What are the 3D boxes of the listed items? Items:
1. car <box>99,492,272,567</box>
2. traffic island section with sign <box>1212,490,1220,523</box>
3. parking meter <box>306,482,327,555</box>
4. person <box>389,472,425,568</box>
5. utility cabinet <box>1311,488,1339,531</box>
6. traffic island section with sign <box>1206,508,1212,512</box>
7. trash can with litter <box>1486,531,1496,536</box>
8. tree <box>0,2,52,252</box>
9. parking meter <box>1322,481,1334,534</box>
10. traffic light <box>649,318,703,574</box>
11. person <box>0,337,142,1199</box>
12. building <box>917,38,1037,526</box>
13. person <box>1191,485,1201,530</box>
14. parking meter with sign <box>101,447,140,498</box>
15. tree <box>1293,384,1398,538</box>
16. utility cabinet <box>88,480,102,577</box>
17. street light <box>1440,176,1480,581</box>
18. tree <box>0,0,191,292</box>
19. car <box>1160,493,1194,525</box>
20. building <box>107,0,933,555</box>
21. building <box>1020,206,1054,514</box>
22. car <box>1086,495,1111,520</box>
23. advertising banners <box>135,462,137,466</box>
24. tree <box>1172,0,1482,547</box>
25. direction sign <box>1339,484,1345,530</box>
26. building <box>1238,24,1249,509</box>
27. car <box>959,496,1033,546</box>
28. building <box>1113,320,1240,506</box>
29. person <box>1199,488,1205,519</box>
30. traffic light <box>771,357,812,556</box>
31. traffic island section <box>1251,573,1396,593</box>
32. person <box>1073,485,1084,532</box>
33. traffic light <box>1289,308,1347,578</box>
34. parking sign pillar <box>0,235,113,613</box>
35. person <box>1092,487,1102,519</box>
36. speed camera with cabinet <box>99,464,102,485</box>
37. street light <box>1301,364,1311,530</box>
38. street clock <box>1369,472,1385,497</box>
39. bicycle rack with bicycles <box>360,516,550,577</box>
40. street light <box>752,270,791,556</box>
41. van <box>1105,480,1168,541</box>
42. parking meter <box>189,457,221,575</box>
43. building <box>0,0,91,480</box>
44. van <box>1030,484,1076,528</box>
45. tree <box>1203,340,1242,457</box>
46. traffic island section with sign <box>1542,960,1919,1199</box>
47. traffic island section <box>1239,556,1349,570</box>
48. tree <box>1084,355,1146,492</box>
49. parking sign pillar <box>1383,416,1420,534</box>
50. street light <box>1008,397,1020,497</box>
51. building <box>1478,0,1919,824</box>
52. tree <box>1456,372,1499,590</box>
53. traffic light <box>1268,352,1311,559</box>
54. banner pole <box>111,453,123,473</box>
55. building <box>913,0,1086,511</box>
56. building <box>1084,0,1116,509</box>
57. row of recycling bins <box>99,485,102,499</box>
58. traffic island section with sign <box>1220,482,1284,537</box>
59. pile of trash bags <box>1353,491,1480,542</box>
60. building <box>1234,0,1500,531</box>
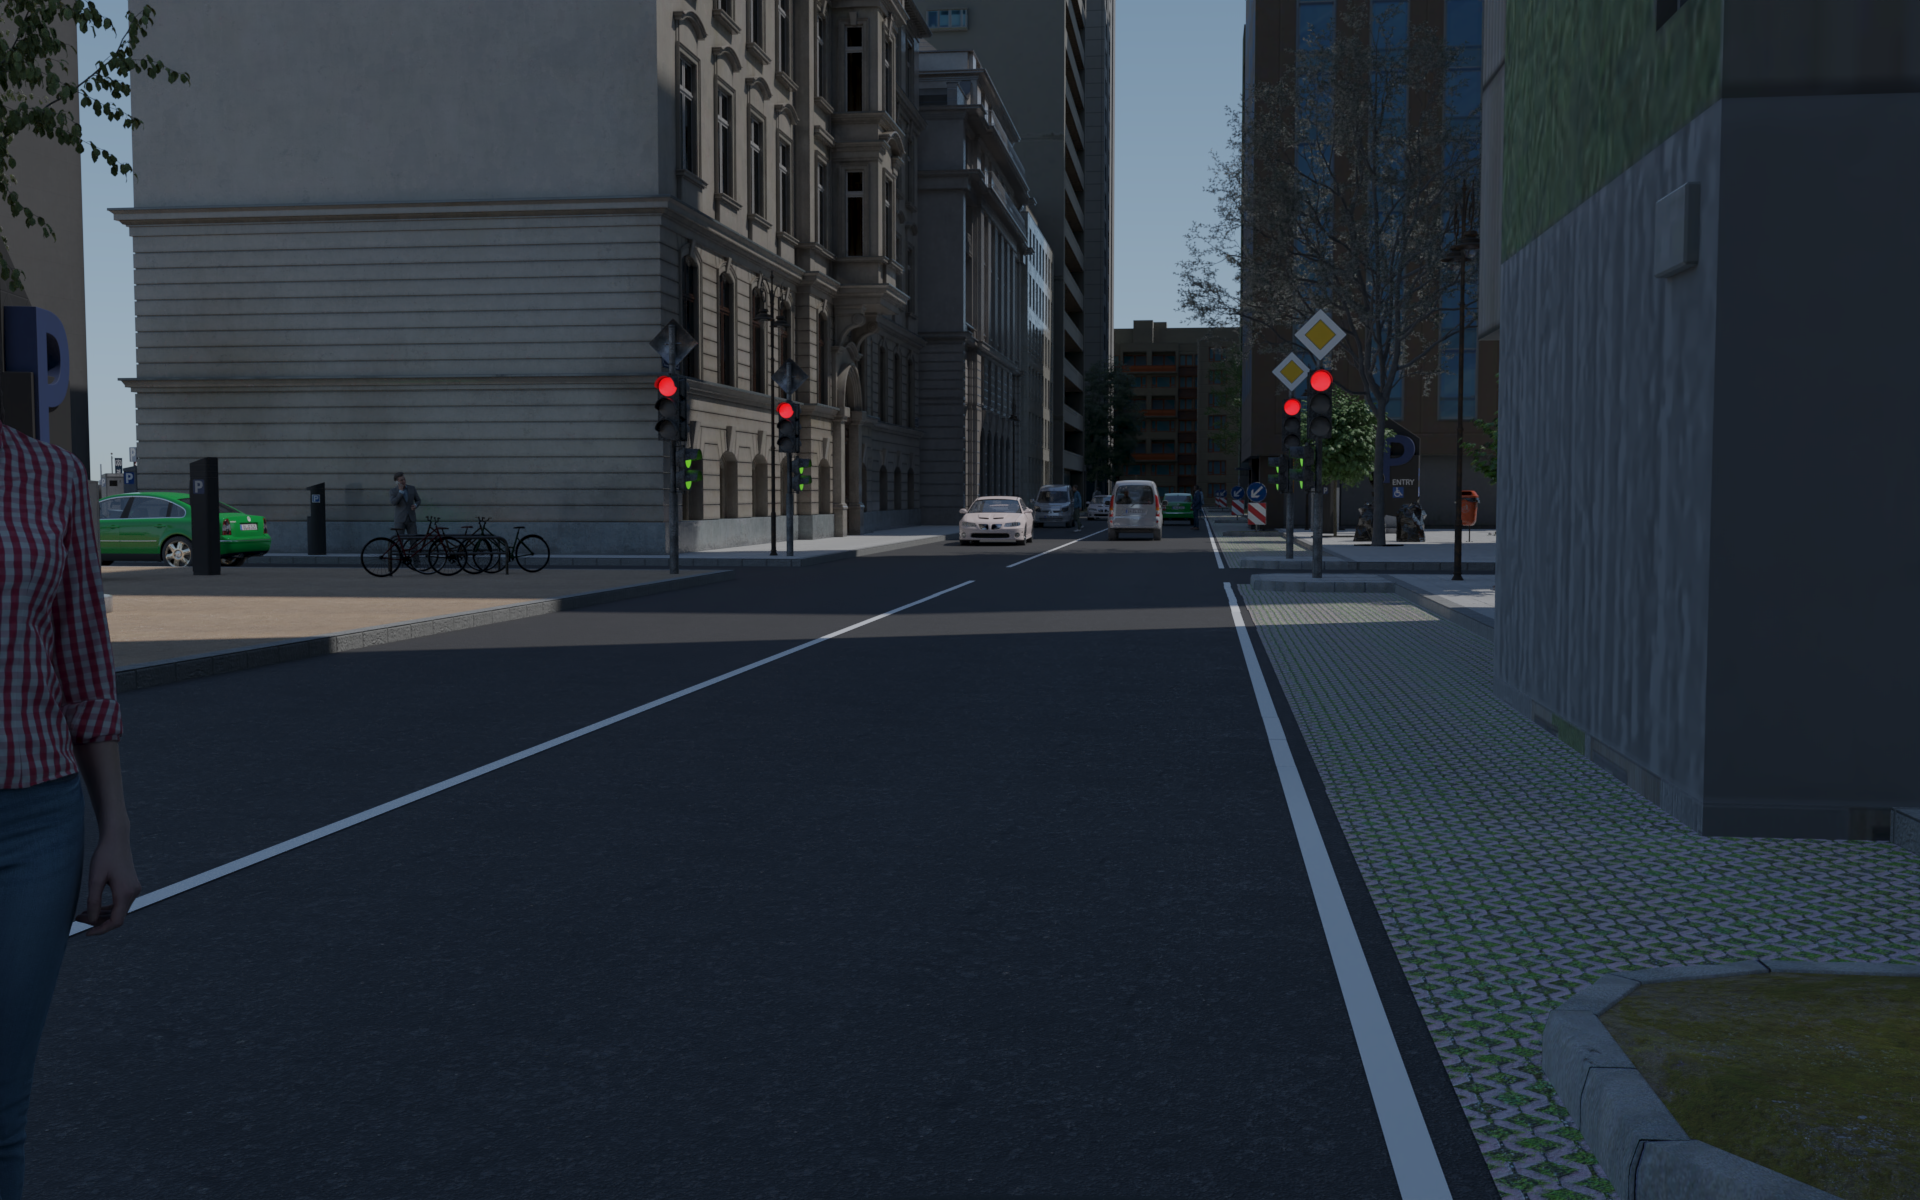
[{"bbox_3d":[-15.457,-1.457,32.616,4.718,1.807,1.959,1,4,9],"label":"car"},{"bbox_3d":[13.577,-4.700,85.473,1.989,1.847,2.006,0,4,8],"label":"traffic island section with sign"},{"bbox_3d":[-13.540,-1.714,36.433,0.372,1.533,0.369,0,3,0],"label":"parking meter"},{"bbox_3d":[-10.372,-1.482,32.542,0.655,1.846,0.447,-3,4,-36],"label":"person"},{"bbox_3d":[12.592,-3.126,59.787,1.173,1.500,0.318,-3,5,-40],"label":"utility cabinet"},{"bbox_3d":[20.431,-7.756,135.440,1.989,1.847,2.006,0,4,8],"label":"traffic island section with sign"},{"bbox_3d":[16.955,-2.618,53.860,1.678,1.210,2.233,3,5,45],"label":"trash can with litter"},{"bbox_3d":[-13.307,-4.337,21.279,4.360,8.622,3.978,0,3,0],"label":"tree"},{"bbox_3d":[11.915,-3.082,56.098,0.255,1.863,0.399,-2,4,-33],"label":"parking meter"},{"bbox_3d":[-4.576,-2.374,27.728,0.839,4.253,0.868,0,4,8],"label":"traffic light"},{"bbox_3d":[-1.484,0.368,2.499,0.388,1.821,0.555,2,4,34],"label":"person"},{"bbox_3d":[-4.109,-14.690,81.979,13.314,21.916,24.055,0,4,8],"label":"building"},{"bbox_3d":[9.518,-3.735,69.754,0.419,1.800,0.721,0,4,1],"label":"person"},{"bbox_3d":[-31.128,-4.119,63.599,0.543,3.016,1.738,3,5,39],"label":"parking meter with sign"},{"bbox_3d":[11.306,-4.157,51.676,4.285,4.588,4.351,0,3,0],"label":"tree"},{"bbox_3d":[-12.950,-1.045,25.766,0.318,1.500,1.173,-2,4,-27],"label":"utility cabinet"},{"bbox_3d":[7.398,-3.229,25.579,0.468,5.910,1.993,0,4,8],"label":"street light"},{"bbox_3d":[-7.781,-3.784,12.228,4.737,8.622,4.395,0,3,0],"label":"tree"},{"bbox_3d":[10.112,-4.386,80.514,1.959,1.807,4.718,0,4,6],"label":"car"},{"bbox_3d":[-8.979,-14.304,52.952,14.460,24.649,34.723,0,4,8],"label":"building"},{"bbox_3d":[-0.350,-15.149,102.438,10.420,20.320,16.860,0,4,8],"label":"building"},{"bbox_3d":[8.027,-5.100,95.751,2.083,1.381,4.827,0,4,7],"label":"car"},{"bbox_3d":[-40.284,-5.379,84.129,0.090,3.025,2.074,0,4,-7],"label":"advertising banners"},{"bbox_3d":[10.302,-8.073,42.368,12.009,13.543,11.850,0,3,0],"label":"tree"},{"bbox_3d":[13.451,-4.231,61.181,0.876,3.537,0.379,-1,4,-13],"label":"direction sign"},{"bbox_3d":[31.970,-28.766,153.912,14.154,41.232,14.086,0,4,8],"label":"building"},{"bbox_3d":[1.082,-2.290,49.804,2.083,1.381,4.827,0,4,6],"label":"car"},{"bbox_3d":[22.764,-22.113,206.580,28.899,21.520,27.650,0,4,8],"label":"building"},{"bbox_3d":[14.054,-5.643,101.023,0.793,1.790,0.793,3,5,44],"label":"person"},{"bbox_3d":[-3.491,-2.857,35.639,0.839,4.253,0.868,0,4,8],"label":"traffic light"},{"bbox_3d":[5.482,-0.257,26.484,2.009,0.180,2.903,0,4,8],"label":"traffic island section"},{"bbox_3d":[4.508,-3.499,66.047,0.444,1.785,0.601,0,4,6],"label":"person"},{"bbox_3d":[5.444,-2.291,26.375,0.839,4.253,0.868,0,4,8],"label":"traffic light"},{"bbox_3d":[-9.886,-1.834,18.451,1.447,3.967,1.447,-1,4,-11],"label":"parking sign pillar"},{"bbox_3d":[7.995,-5.615,100.399,0.679,1.850,0.850,2,4,30],"label":"person"},{"bbox_3d":[-55.953,-7.288,113.496,0.660,3.252,2.038,-2,4,-34],"label":"speed camera with cabinet"},{"bbox_3d":[12.362,-5.429,61.547,0.468,5.910,1.993,0,4,8],"label":"street light"},{"bbox_3d":[12.944,-3.014,53.848,0.471,2.002,0.358,1,4,16],"label":"street clock"},{"bbox_3d":[-8.124,-0.894,27.994,2.925,0.926,2.852,-1,4,-18],"label":"bicycle rack with bicycles"},{"bbox_3d":[-3.885,-3.862,35.940,0.468,5.910,1.993,0,4,8],"label":"street light"},{"bbox_3d":[5.567,-2.925,54.829,2.013,2.044,4.112,0,4,7],"label":"van"},{"bbox_3d":[-11.946,-1.326,27.398,0.399,1.863,0.255,1,4,21],"label":"parking meter"},{"bbox_3d":[-39.245,-15.489,46.757,24.014,27.812,14.314,0,4,8],"label":"building"},{"bbox_3d":[4.093,-4.152,74.902,2.013,2.044,4.112,0,4,8],"label":"van"},{"bbox_3d":[19.975,-11.558,114.734,9.928,11.665,9.643,0,3,0],"label":"tree"},{"bbox_3d":[2.371,0.302,3.688,1.989,1.847,2.006,0,4,8],"label":"traffic island section with sign"},{"bbox_3d":[6.567,-0.741,34.395,2.009,0.180,2.903,0,4,8],"label":"traffic island section"},{"bbox_3d":[12.626,-15.489,159.906,9.857,13.997,8.962,0,3,0],"label":"tree"},{"bbox_3d":[14.334,-4.165,56.565,1.447,3.967,1.447,1,4,20],"label":"parking sign pillar"},{"bbox_3d":[2.565,-6.722,82.699,0.468,5.910,1.993,0,4,8],"label":"street light"},{"bbox_3d":[10.967,-20.071,11.759,14.154,41.232,14.086,0,4,8],"label":"building"},{"bbox_3d":[7.677,-1.742,23.090,1.663,3.219,1.824,0,3,0],"label":"tree"},{"bbox_3d":[6.529,-2.775,34.287,0.839,4.253,0.868,0,4,8],"label":"traffic light"},{"bbox_3d":[-51.129,-7.031,104.971,0.401,3.779,0.863,3,5,39],"label":"banner pole"},{"bbox_3d":[-2.510,-30.468,121.857,21.300,48.544,21.600,0,4,8],"label":"building"},{"bbox_3d":[5.007,-45.124,176.022,20.611,71.187,20.563,0,4,8],"label":"building"},{"bbox_3d":[-38.095,-4.108,74.279,1.069,1.692,3.534,2,4,32],"label":"row of recycling bins"},{"bbox_3d":[9.932,-3.066,58.764,1.989,1.847,2.006,0,4,8],"label":"traffic island section with sign"},{"bbox_3d":[12.299,-2.267,46.811,3.447,1.369,1.912,2,4,31],"label":"pile of trash bags"},{"bbox_3d":[18.521,-25.601,68.692,14.600,45.320,14.200,0,4,8],"label":"building"}]
